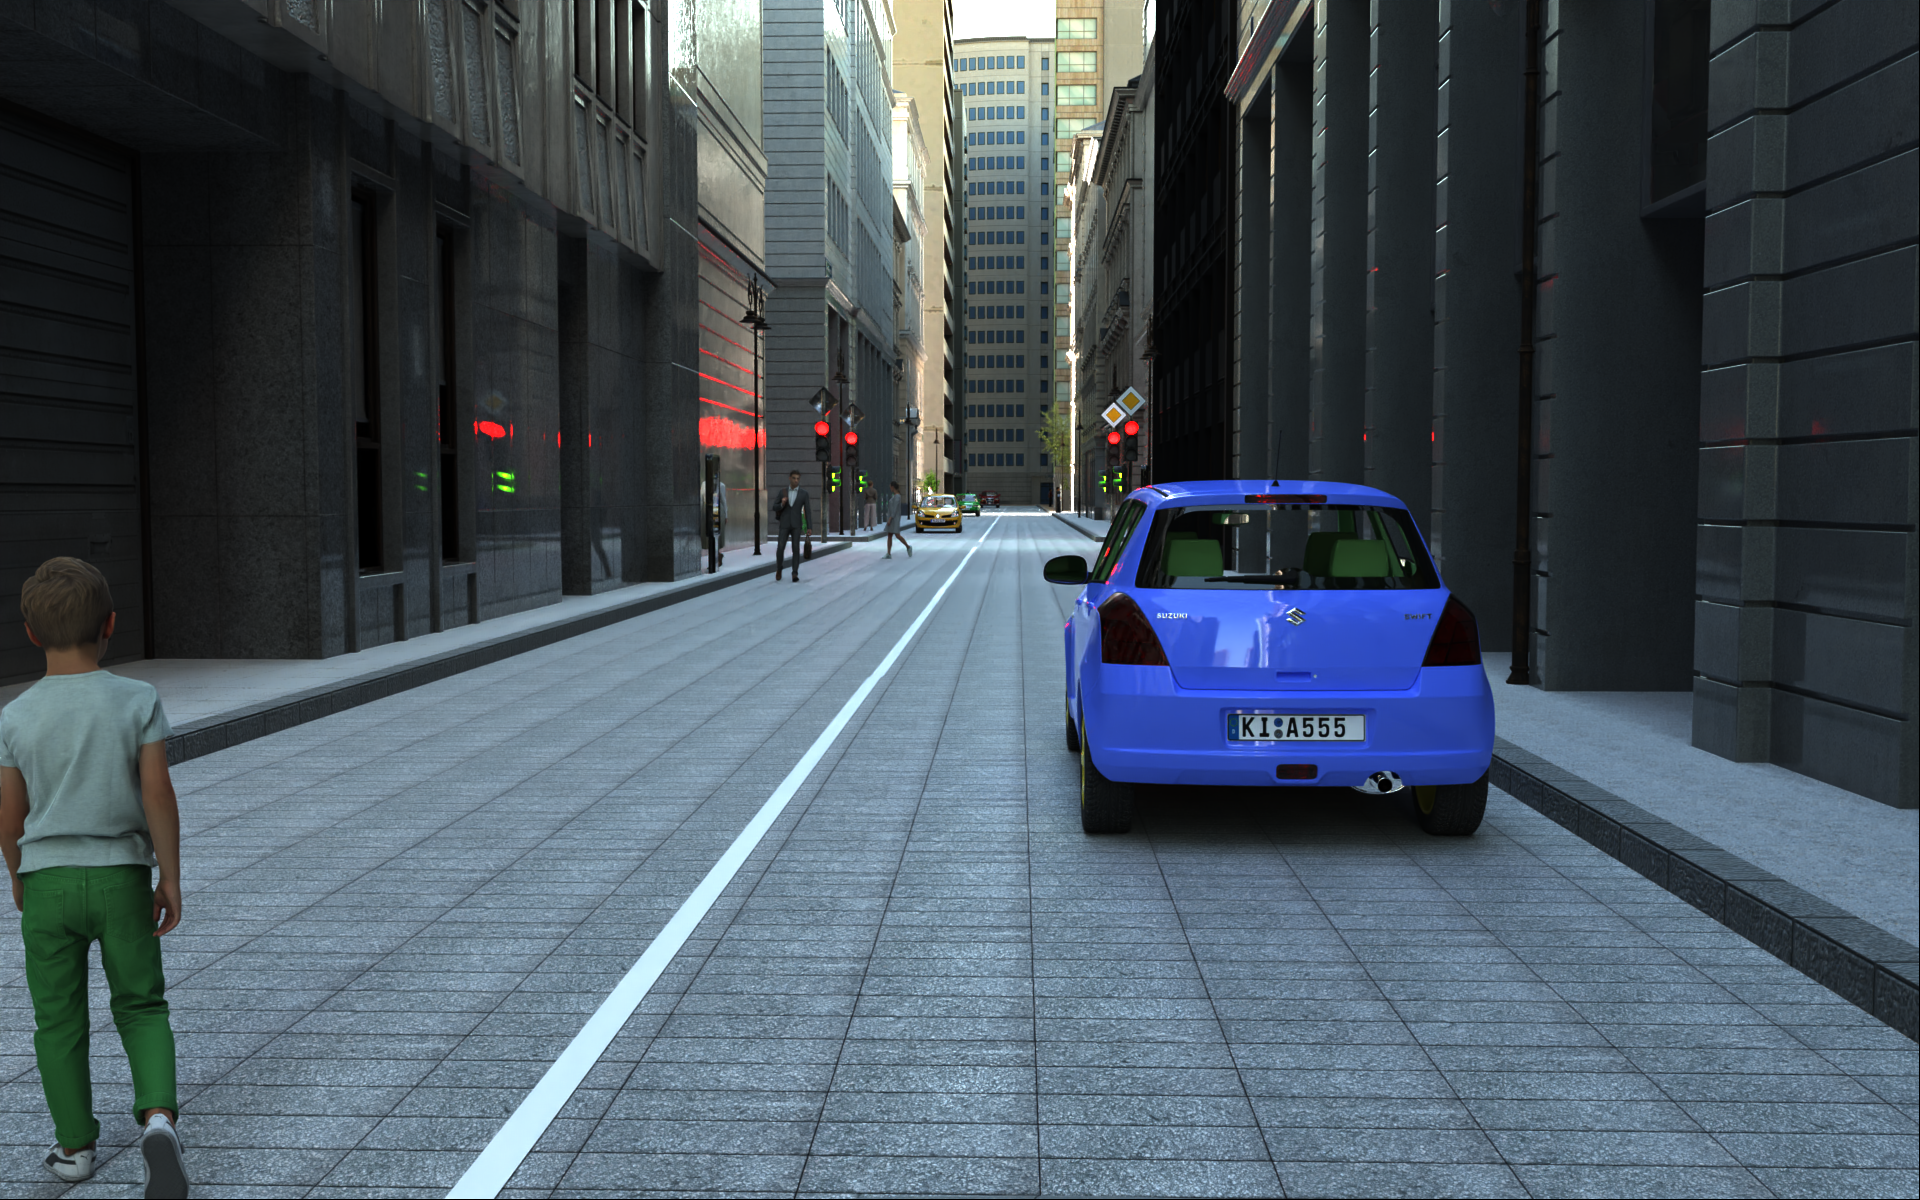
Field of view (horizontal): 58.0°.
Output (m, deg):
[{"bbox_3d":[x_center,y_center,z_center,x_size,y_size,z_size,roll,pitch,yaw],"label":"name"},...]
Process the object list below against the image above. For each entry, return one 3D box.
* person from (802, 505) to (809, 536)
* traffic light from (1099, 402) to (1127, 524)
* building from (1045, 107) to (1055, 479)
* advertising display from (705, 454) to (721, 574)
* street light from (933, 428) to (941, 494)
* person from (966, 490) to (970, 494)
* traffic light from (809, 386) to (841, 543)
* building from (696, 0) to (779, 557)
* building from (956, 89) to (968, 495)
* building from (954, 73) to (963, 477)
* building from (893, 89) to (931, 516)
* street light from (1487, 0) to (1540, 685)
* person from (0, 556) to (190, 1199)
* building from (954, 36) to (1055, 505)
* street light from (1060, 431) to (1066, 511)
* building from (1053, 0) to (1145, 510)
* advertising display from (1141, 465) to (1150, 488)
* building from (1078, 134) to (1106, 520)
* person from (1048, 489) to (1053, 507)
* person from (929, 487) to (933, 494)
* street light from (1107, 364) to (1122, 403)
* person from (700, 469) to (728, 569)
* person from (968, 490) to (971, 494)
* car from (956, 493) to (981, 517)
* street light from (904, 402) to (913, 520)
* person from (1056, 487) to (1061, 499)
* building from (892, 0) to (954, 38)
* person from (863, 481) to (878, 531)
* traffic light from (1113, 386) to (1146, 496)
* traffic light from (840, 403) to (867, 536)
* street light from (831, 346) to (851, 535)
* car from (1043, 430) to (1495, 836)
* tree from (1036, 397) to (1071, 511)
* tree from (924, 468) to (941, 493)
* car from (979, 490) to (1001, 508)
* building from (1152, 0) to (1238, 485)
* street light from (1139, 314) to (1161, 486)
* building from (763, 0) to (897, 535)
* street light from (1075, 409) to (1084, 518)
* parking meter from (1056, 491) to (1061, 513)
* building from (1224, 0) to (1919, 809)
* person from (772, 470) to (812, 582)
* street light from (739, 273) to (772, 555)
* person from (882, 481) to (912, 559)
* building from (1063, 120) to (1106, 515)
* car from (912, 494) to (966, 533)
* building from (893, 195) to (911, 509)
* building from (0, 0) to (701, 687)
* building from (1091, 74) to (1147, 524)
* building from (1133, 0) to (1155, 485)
[{"bbox_3d":[-4.784,-2.609,52.943,0.306,1.304,0.590,3,4,39],"label":"person"},{"bbox_3d":[4.674,-3.919,53.002,0.839,4.253,0.868,0,4,2],"label":"traffic light"},{"bbox_3d":[21.271,-34.710,187.124,23.786,49.044,30.456,0,4,2],"label":"building"},{"bbox_3d":[-4.031,-1.411,28.286,0.123,1.923,0.974,0,4,-1],"label":"advertising display"},{"bbox_3d":[-1.616,-9.019,120.249,0.468,5.910,1.993,0,4,2],"label":"street light"},{"bbox_3d":[0.799,-10.930,185.672,0.541,1.710,0.530,0,4,2],"label":"person"},{"bbox_3d":[-3.545,-3.446,45.266,0.839,4.253,0.868,0,4,2],"label":"traffic light"},{"bbox_3d":[-19.443,-12.481,37.349,30.059,22.955,16.112,0,4,2],"label":"building"},{"bbox_3d":[-10.084,-34.834,193.244,21.600,48.544,21.300,0,4,2],"label":"building"},{"bbox_3d":[-11.883,-33.398,165.670,23.786,49.044,30.456,0,4,2],"label":"building"},{"bbox_3d":[-9.016,-19.944,111.995,13.634,28.700,20.117,0,4,2],"label":"building"},{"bbox_3d":[3.790,-2.371,11.549,0.468,5.910,1.993,0,4,2],"label":"street light"},{"bbox_3d":[-1.755,0.565,3.515,0.306,1.304,0.590,-3,5,-42],"label":"person"},{"bbox_3d":[6.665,-41.574,221.731,28.212,58.520,21.231,0,4,2],"label":"building"},{"bbox_3d":[7.565,-9.477,127.743,0.468,5.910,1.993,0,4,2],"label":"street light"},{"bbox_3d":[14.638,-27.955,140.656,14.154,41.232,14.086,0,4,2],"label":"building"},{"bbox_3d":[4.188,-2.079,39.211,0.123,1.923,0.974,1,4,10],"label":"advertising display"},{"bbox_3d":[11.553,-14.916,93.019,9.793,20.994,18.267,0,4,2],"label":"building"},{"bbox_3d":[8.992,-10.116,171.402,0.705,1.831,1.348,2,4,24],"label":"person"},{"bbox_3d":[-2.060,-7.148,123.008,0.391,1.810,0.635,0,4,-7],"label":"person"},{"bbox_3d":[5.475,-5.422,61.436,0.468,5.910,1.993,0,4,2],"label":"street light"},{"bbox_3d":[-4.225,-1.438,29.785,0.478,1.798,0.641,2,4,25],"label":"person"},{"bbox_3d":[1.017,-11.467,194.459,0.436,1.711,0.756,0,4,6],"label":"person"},{"bbox_3d":[0.406,-6.315,112.047,1.959,1.807,4.718,0,4,2],"label":"car"},{"bbox_3d":[-2.585,-6.994,87.136,0.468,5.910,1.993,0,4,2],"label":"street light"},{"bbox_3d":[7.425,-7.642,130.985,0.705,1.824,1.348,0,4,-6],"label":"person"},{"bbox_3d":[-11.532,-31.549,139.533,21.300,48.544,21.600,0,4,2],"label":"building"},{"bbox_3d":[-3.138,-3.317,60.829,0.519,1.759,0.362,0,4,1],"label":"person"},{"bbox_3d":[4.412,-3.431,45.021,0.839,4.253,0.868,0,4,2],"label":"traffic light"},{"bbox_3d":[-3.283,-3.934,53.246,0.839,4.253,0.868,0,4,2],"label":"traffic light"},{"bbox_3d":[-3.720,-4.981,54.220,0.468,5.910,1.993,0,4,2],"label":"street light"},{"bbox_3d":[1.388,0.061,8.589,1.945,1.707,3.694,0,4,2],"label":"car"},{"bbox_3d":[7.923,-11.095,131.761,4.737,8.622,4.395,0,3,0],"label":"tree"},{"bbox_3d":[-2.232,-8.151,127.872,1.663,3.219,1.824,0,3,0],"label":"tree"},{"bbox_3d":[3.072,-10.496,180.288,2.281,1.827,5.304,0,4,0],"label":"car"},{"bbox_3d":[10.853,-12.625,36.094,12.332,23.373,15.834,0,4,2],"label":"building"},{"bbox_3d":[4.884,-4.395,44.642,0.468,5.910,1.993,0,4,2],"label":"street light"},{"bbox_3d":[-9.050,-17.754,67.777,11.434,29.767,29.804,0,4,2],"label":"building"},{"bbox_3d":[6.519,-7.445,94.513,0.468,5.910,1.993,0,4,2],"label":"street light"},{"bbox_3d":[6.764,-6.759,118.922,0.372,1.533,0.369,0,3,0],"label":"parking meter"},{"bbox_3d":[9.435,-14.414,13.157,11.434,29.767,29.804,0,4,2],"label":"building"},{"bbox_3d":[-2.759,-1.223,28.459,0.622,1.834,0.822,-1,4,-14],"label":"person"},{"bbox_3d":[-4.275,-3.888,36.355,0.468,5.910,1.993,0,4,2],"label":"street light"},{"bbox_3d":[-1.422,-1.791,38.532,0.760,1.731,0.466,-3,5,-40],"label":"person"},{"bbox_3d":[13.306,-19.398,114.425,12.463,27.353,25.104,0,4,2],"label":"building"},{"bbox_3d":[-0.775,-3.347,64.940,2.015,1.641,3.980,0,4,1],"label":"car"},{"bbox_3d":[-8.454,-13.943,92.595,10.561,19.102,19.286,0,4,2],"label":"building"},{"bbox_3d":[-10.428,-12.168,16.968,12.078,24.808,19.932,0,4,2],"label":"building"},{"bbox_3d":[11.265,-12.786,73.686,10.561,19.102,19.286,0,4,2],"label":"building"},{"bbox_3d":[15.651,-13.946,56.902,19.941,23.489,11.050,0,4,2],"label":"building"}]
